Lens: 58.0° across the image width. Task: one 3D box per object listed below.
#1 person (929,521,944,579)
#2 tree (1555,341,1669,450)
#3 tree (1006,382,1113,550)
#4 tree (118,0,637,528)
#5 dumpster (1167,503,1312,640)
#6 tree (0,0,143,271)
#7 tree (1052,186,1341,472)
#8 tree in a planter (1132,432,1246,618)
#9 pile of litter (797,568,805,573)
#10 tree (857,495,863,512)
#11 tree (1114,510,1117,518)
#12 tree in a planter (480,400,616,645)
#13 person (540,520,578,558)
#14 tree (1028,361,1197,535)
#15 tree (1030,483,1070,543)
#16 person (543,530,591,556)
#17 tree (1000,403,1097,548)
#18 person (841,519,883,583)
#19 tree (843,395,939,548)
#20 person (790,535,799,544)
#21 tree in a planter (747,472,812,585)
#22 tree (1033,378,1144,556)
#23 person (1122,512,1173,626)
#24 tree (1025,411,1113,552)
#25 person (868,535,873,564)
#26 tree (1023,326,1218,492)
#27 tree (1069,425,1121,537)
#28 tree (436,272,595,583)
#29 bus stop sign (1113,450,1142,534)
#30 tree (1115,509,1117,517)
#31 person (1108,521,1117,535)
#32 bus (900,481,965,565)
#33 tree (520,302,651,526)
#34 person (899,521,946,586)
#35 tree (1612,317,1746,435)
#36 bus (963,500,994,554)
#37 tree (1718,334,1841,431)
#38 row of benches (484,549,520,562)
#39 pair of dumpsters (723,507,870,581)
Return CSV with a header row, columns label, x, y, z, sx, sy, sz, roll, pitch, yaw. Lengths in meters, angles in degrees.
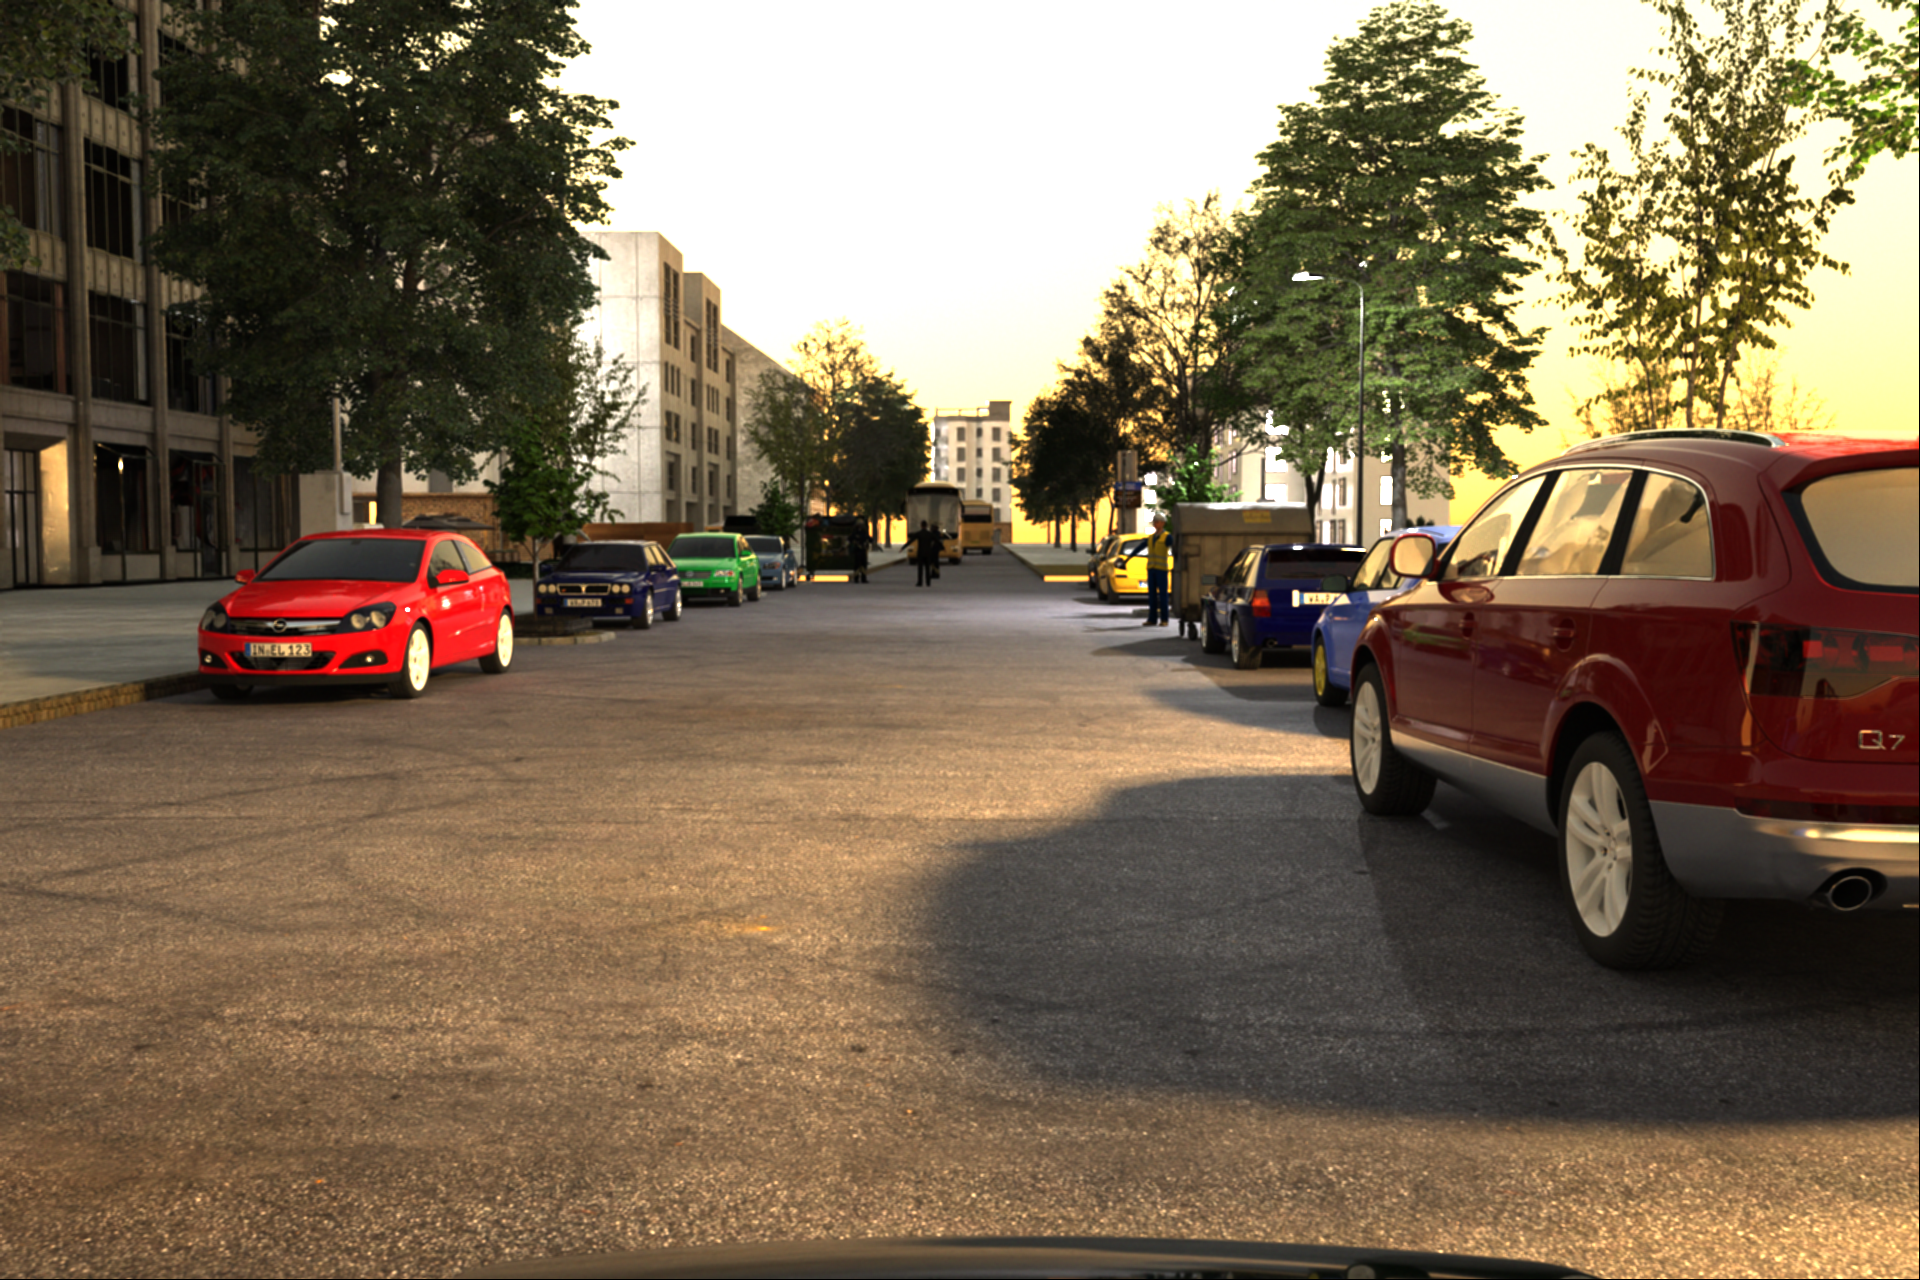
label,x,y,z,sx,sy,sz,roll,pitch,yaw
person,-0.839,-2.902,55.677,0.705,1.856,1.354,-2,4,-29
tree,25.341,-7.037,65.413,4.360,8.622,3.978,0,3,0
tree,9.083,-14.023,139.642,12.009,13.543,11.850,0,3,0
tree,-11.114,-7.737,33.156,9.857,13.997,8.962,0,3,0
dumpster,3.826,-0.951,23.772,1.865,1.857,1.264,0,3,0
tree,-11.628,-6.604,14.638,9.857,13.997,8.962,0,3,0
tree,8.439,-9.276,62.027,12.009,13.543,11.850,0,3,0
tree in a planter,4.061,-2.030,30.408,1.991,3.239,1.994,0,4,1
pile of litter,-5.698,-2.632,56.998,1.176,0.858,1.719,0,4,2
tree,-13.736,-19.516,244.846,9.928,11.665,9.643,0,3,0
tree,24.228,-18.100,246.293,4.360,8.622,3.978,0,3,0
tree in a planter,-5.732,-1.592,23.258,1.991,3.239,1.994,0,4,1
person,-13.891,-3.292,59.961,1.346,1.812,0.704,0,4,3
tree,7.612,-9.342,87.155,8.767,10.594,7.601,-1,4,-15
tree,12.986,-20.018,245.424,7.486,12.596,7.792,0,3,0
person,-10.126,-2.370,44.901,1.344,1.810,0.704,-2,4,-30
tree,8.817,-15.373,158.007,9.857,13.997,8.962,0,3,0
person,-2.899,-2.592,50.609,1.354,1.856,0.705,-2,4,-30
tree,-6.485,-15.222,155.528,9.857,13.997,8.962,0,3,0
person,-6.832,-3.781,67.759,0.705,1.837,1.347,3,4,36
tree in a planter,-5.281,-3.197,49.496,1.991,3.239,1.994,0,4,0
tree,7.374,-10.060,98.895,7.601,10.594,8.767,-3,4,-37
person,3.045,-1.105,26.987,1.216,1.772,0.721,3,5,42
tree,7.879,-11.529,122.915,7.601,10.594,8.767,-2,4,-33
person,-3.974,-4.105,73.256,0.704,1.843,1.345,1,4,22
tree,7.287,-8.663,76.057,8.767,10.594,7.601,-1,4,-20
tree,8.375,-9.655,108.215,4.360,8.622,3.978,0,3,0
tree,-11.208,-5.768,44.672,4.737,8.622,4.395,0,3,0
bus stop sign,5.273,-4.018,54.706,0.837,3.901,0.837,0,4,0
tree,24.577,-18.365,250.621,4.360,8.622,3.978,0,3,0
person,5.322,-3.143,58.191,1.217,1.733,0.721,1,4,10
bus,-1.155,-5.674,84.313,2.896,3.916,12.252,0,4,1
tree,-11.382,-6.127,50.536,4.737,8.622,4.395,0,3,0
person,-0.998,-2.374,47.490,1.346,1.802,0.704,-1,4,-18
tree,23.499,-6.586,58.037,4.360,8.622,3.978,0,3,0
bus,1.003,-8.136,124.571,2.896,3.916,12.252,0,4,0
tree,29.427,-6.924,63.577,4.360,8.622,3.978,0,3,0
row of benches,-18.695,-3.372,70.598,1.422,0.672,4.104,0,4,-1
pair of dumpsters,-4.971,-2.923,52.735,4.436,2.255,1.574,0,4,0
